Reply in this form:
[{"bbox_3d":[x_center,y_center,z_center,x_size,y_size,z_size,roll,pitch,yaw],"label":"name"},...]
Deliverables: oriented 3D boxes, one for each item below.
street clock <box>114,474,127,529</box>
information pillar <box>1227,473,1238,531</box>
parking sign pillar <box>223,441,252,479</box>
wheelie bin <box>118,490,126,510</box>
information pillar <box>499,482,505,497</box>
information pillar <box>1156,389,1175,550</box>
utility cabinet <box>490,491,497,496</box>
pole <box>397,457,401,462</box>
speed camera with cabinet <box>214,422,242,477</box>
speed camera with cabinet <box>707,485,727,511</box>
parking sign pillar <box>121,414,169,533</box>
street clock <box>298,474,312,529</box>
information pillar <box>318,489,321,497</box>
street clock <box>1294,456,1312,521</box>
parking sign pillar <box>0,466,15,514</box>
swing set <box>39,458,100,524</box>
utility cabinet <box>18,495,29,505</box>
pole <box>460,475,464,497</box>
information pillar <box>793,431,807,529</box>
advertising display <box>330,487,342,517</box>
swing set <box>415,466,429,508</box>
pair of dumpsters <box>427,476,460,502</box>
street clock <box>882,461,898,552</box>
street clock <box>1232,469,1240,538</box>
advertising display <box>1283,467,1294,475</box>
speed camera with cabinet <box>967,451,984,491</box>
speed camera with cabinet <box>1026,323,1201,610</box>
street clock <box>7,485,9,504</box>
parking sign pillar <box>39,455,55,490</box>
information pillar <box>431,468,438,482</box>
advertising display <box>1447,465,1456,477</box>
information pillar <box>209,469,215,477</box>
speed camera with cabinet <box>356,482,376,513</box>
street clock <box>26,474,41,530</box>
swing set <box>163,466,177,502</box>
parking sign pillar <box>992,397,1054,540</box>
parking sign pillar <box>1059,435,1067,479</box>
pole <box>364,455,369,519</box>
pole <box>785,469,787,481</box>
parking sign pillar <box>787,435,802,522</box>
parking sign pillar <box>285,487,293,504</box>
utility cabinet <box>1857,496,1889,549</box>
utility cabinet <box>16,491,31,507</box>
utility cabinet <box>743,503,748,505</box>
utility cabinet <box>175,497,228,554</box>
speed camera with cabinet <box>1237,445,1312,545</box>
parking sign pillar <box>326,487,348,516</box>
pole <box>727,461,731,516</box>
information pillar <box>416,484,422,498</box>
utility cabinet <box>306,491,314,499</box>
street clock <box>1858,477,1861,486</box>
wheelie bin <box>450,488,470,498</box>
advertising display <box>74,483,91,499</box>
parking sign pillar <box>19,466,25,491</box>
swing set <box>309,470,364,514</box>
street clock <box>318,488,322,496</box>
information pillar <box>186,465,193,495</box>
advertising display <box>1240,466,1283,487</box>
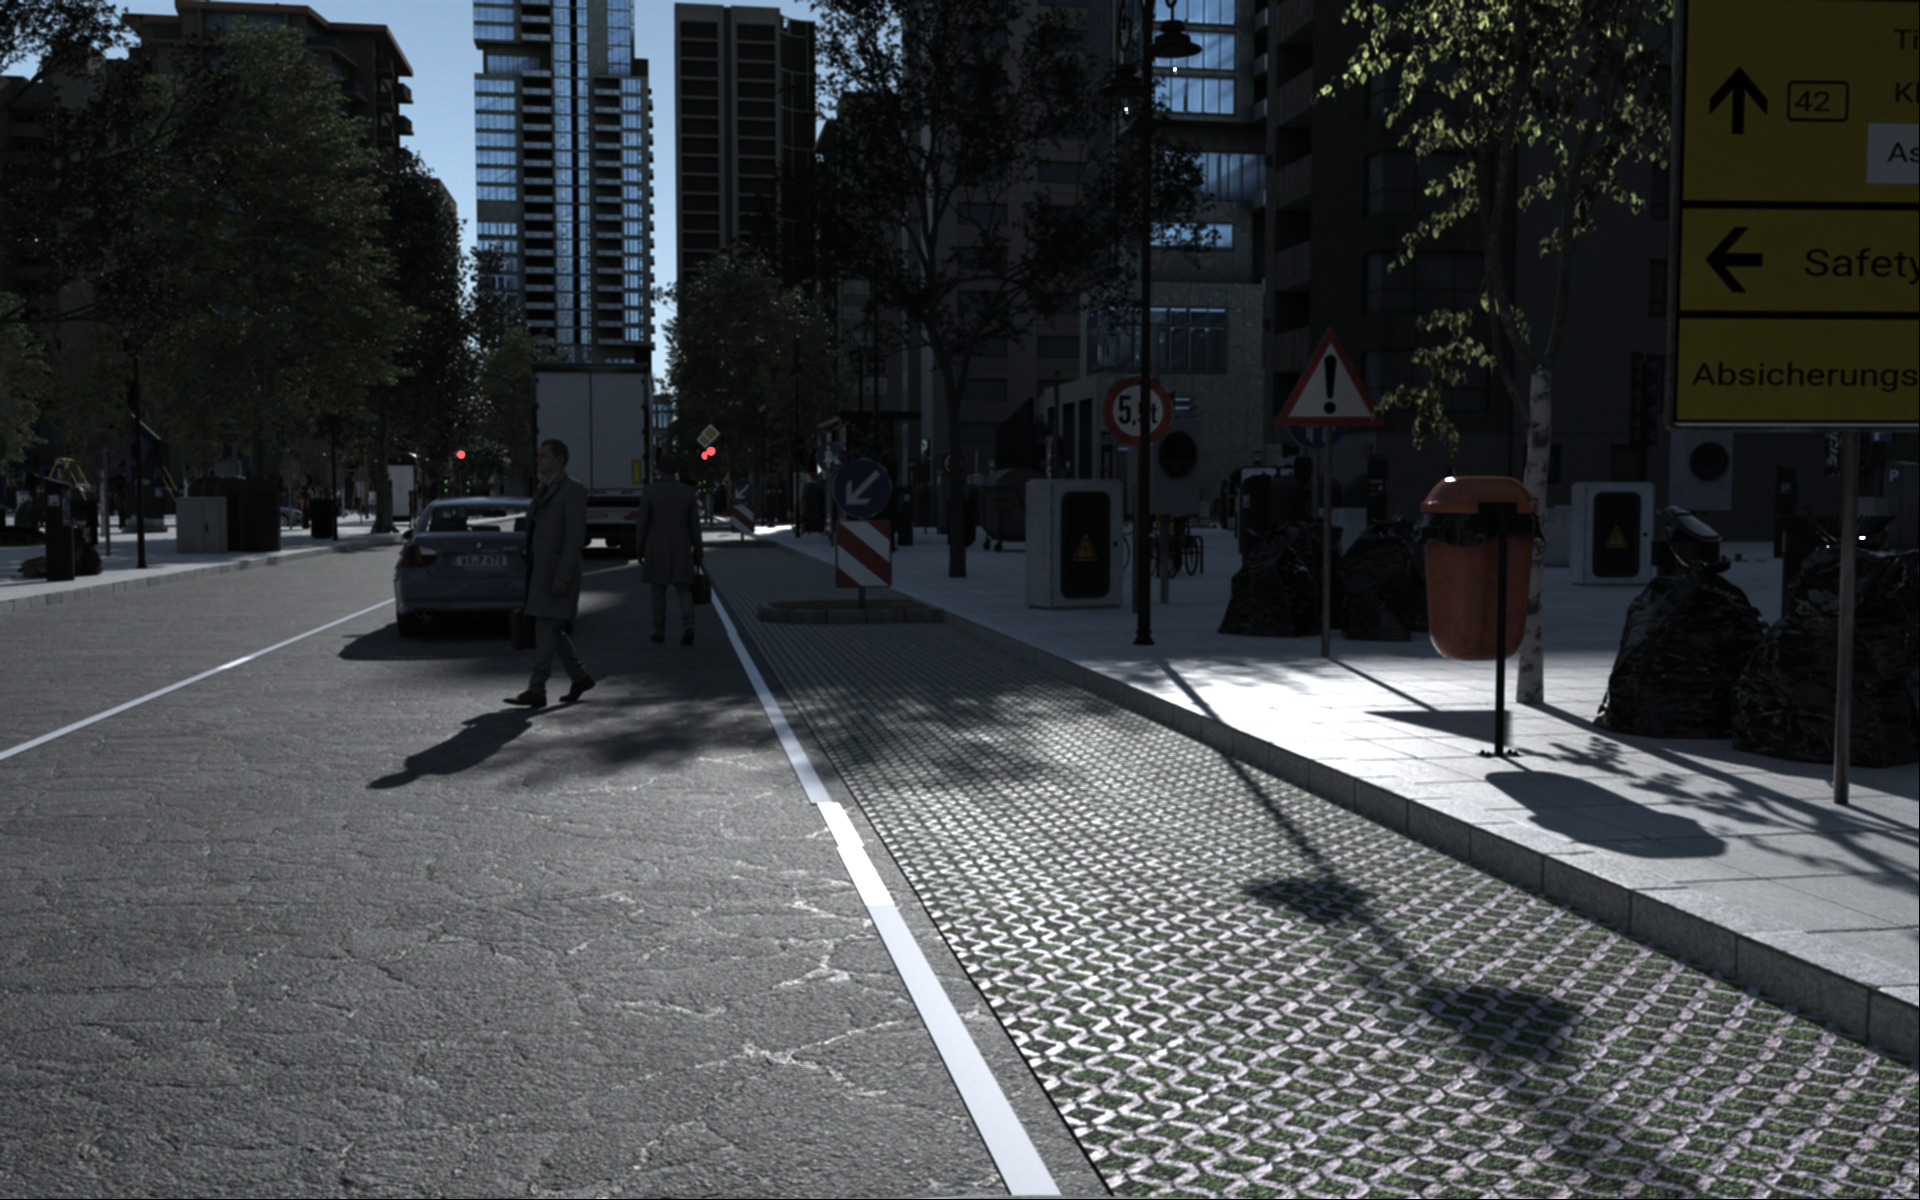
[{"bbox_3d":[-30.492,-3.575,63.021,0.471,2.002,0.358,0,4,3],"label":"street clock"},{"bbox_3d":[9.564,-3.452,60.935,0.304,2.012,0.304,1,4,12],"label":"information pillar"},{"bbox_3d":[-36.725,-6.092,88.084,1.447,3.967,1.447,3,5,43],"label":"parking sign pillar"},{"bbox_3d":[-41.097,-4.748,85.538,0.980,1.594,0.693,0,4,5],"label":"wheelie bin"},{"bbox_3d":[-27.899,-6.179,105.518,0.304,2.012,0.304,-2,4,-24],"label":"information pillar"},{"bbox_3d":[4.587,-2.890,38.611,0.504,3.616,0.183,-2,4,-34],"label":"information pillar"},{"bbox_3d":[-29.859,-6.214,110.277,0.318,1.500,1.173,1,4,10],"label":"utility cabinet"},{"bbox_3d":[-28.160,-5.701,87.061,0.158,3.312,0.155,0,3,0],"label":"pole"},{"bbox_3d":[-20.266,-3.309,48.438,0.660,3.252,2.038,0,4,-7],"label":"speed camera with cabinet"},{"bbox_3d":[-18.031,-8.336,130.629,2.038,3.252,0.660,-1,4,-19],"label":"speed camera with cabinet"},{"bbox_3d":[-27.292,-4.247,57.911,1.447,3.967,1.447,2,4,24],"label":"parking sign pillar"},{"bbox_3d":[-24.185,-3.635,63.996,0.471,2.002,0.358,2,4,23],"label":"street clock"},{"bbox_3d":[-52.694,-8.457,142.766,0.304,2.012,0.304,1,4,15],"label":"information pillar"},{"bbox_3d":[6.530,-1.739,32.998,0.358,2.002,0.471,2,4,29],"label":"street clock"},{"bbox_3d":[-61.279,-7.471,110.625,1.447,3.967,1.447,-1,4,-15],"label":"parking sign pillar"},{"bbox_3d":[-39.087,-4.787,75.892,2.862,2.851,3.119,-1,4,-18],"label":"swing set"},{"bbox_3d":[-45.020,-4.410,83.263,0.306,1.237,1.020,-3,4,-39],"label":"utility cabinet"},{"bbox_3d":[-21.841,-5.019,75.909,0.158,3.312,0.155,0,3,0],"label":"pole"},{"bbox_3d":[-5.967,-4.474,64.507,0.504,3.616,0.183,-1,4,-16],"label":"information pillar"},{"bbox_3d":[-34.895,-5.609,96.917,0.974,1.923,0.123,2,4,31],"label":"advertising display"},{"bbox_3d":[-31.322,-6.174,98.559,2.862,2.851,3.119,-2,4,-35],"label":"swing set"},{"bbox_3d":[-26.499,-5.314,89.376,1.574,2.255,4.437,-1,4,-10],"label":"pair of dumpsters"},{"bbox_3d":[-1.548,-2.053,38.142,0.358,2.002,0.471,-1,4,-20],"label":"street clock"},{"bbox_3d":[8.226,-2.836,50.943,0.471,2.002,0.358,-3,4,-36],"label":"street clock"},{"bbox_3d":[7.647,-2.173,40.743,0.974,1.923,0.123,-1,4,-11],"label":"advertising display"},{"bbox_3d":[1.390,-5.237,79.956,2.038,3.252,0.660,-1,4,-12],"label":"speed camera with cabinet"},{"bbox_3d":[1.758,-1.552,19.710,2.038,3.252,0.660,-2,4,-29],"label":"speed camera with cabinet"},{"bbox_3d":[-71.904,-7.702,130.501,0.358,2.002,0.471,1,4,22],"label":"street clock"},{"bbox_3d":[-62.083,-7.931,118.143,1.447,3.967,1.447,-1,4,-13],"label":"parking sign pillar"},{"bbox_3d":[-37.271,-8.054,123.035,0.504,3.616,0.183,-1,4,-10],"label":"information pillar"},{"bbox_3d":[11.200,-2.097,39.500,0.123,1.923,0.974,1,4,20],"label":"advertising display"},{"bbox_3d":[-21.551,-2.800,50.276,0.304,2.012,0.304,2,4,33],"label":"information pillar"},{"bbox_3d":[-39.598,-7.441,116.003,0.660,3.252,2.038,1,4,14],"label":"speed camera with cabinet"},{"bbox_3d":[-32.696,-3.462,61.168,0.471,2.002,0.358,1,4,14],"label":"street clock"},{"bbox_3d":[-44.756,-6.070,96.866,2.862,2.851,3.119,-2,4,-32],"label":"swing set"},{"bbox_3d":[1.620,-3.686,48.733,1.447,3.967,1.447,3,5,43],"label":"parking sign pillar"},{"bbox_3d":[3.029,-4.340,59.433,1.447,3.967,1.447,3,5,42],"label":"parking sign pillar"},{"bbox_3d":[-30.647,-5.845,89.413,0.158,3.312,0.155,0,3,0],"label":"pole"},{"bbox_3d":[-10.239,-6.614,101.987,0.158,3.312,0.155,0,3,0],"label":"pole"},{"bbox_3d":[-7.683,-5.570,79.548,1.447,3.967,1.447,-1,4,-12],"label":"parking sign pillar"},{"bbox_3d":[-45.949,-8.025,119.685,1.447,3.967,1.447,-1,4,-23],"label":"parking sign pillar"},{"bbox_3d":[19.910,-1.638,37.938,0.306,1.237,1.020,0,4,-2],"label":"utility cabinet"},{"bbox_3d":[-68.281,-7.195,126.323,0.318,1.500,1.173,1,4,8],"label":"utility cabinet"},{"bbox_3d":[-11.393,-4.959,92.242,0.306,1.237,1.020,0,4,-4],"label":"utility cabinet"},{"bbox_3d":[-16.405,-1.608,37.460,1.020,1.237,0.306,0,4,6],"label":"utility cabinet"},{"bbox_3d":[7.660,-2.922,42.107,0.660,3.252,2.038,-2,4,-35],"label":"speed camera with cabinet"},{"bbox_3d":[-35.956,-6.790,99.489,1.447,3.967,1.447,-3,5,-44],"label":"parking sign pillar"},{"bbox_3d":[-13.581,-6.605,101.834,0.158,3.312,0.155,0,3,0],"label":"pole"},{"bbox_3d":[-35.318,-6.642,113.083,0.304,2.012,0.304,-2,4,-34],"label":"information pillar"},{"bbox_3d":[-47.806,-7.201,126.413,1.173,1.500,0.318,-2,4,-26],"label":"utility cabinet"},{"bbox_3d":[33.172,-3.659,64.390,0.471,2.002,0.358,0,4,6],"label":"street clock"},{"bbox_3d":[-24.482,-4.709,84.897,0.980,1.594,0.693,-1,4,-18],"label":"wheelie bin"},{"bbox_3d":[-49.497,-5.659,97.738,0.123,1.923,0.974,2,4,30],"label":"advertising display"},{"bbox_3d":[-74.447,-9.101,137.278,1.447,3.967,1.447,-1,4,-19],"label":"parking sign pillar"},{"bbox_3d":[-40.288,-6.959,111.407,3.119,2.851,2.862,-2,4,-35],"label":"swing set"},{"bbox_3d":[-48.679,-7.797,132.052,0.471,2.002,0.358,2,4,35],"label":"street clock"},{"bbox_3d":[-60.933,-8.907,136.989,0.504,3.616,0.183,-1,4,-19],"label":"information pillar"},{"bbox_3d":[6.887,-2.117,39.833,0.974,1.923,0.123,3,4,36],"label":"advertising display"}]
